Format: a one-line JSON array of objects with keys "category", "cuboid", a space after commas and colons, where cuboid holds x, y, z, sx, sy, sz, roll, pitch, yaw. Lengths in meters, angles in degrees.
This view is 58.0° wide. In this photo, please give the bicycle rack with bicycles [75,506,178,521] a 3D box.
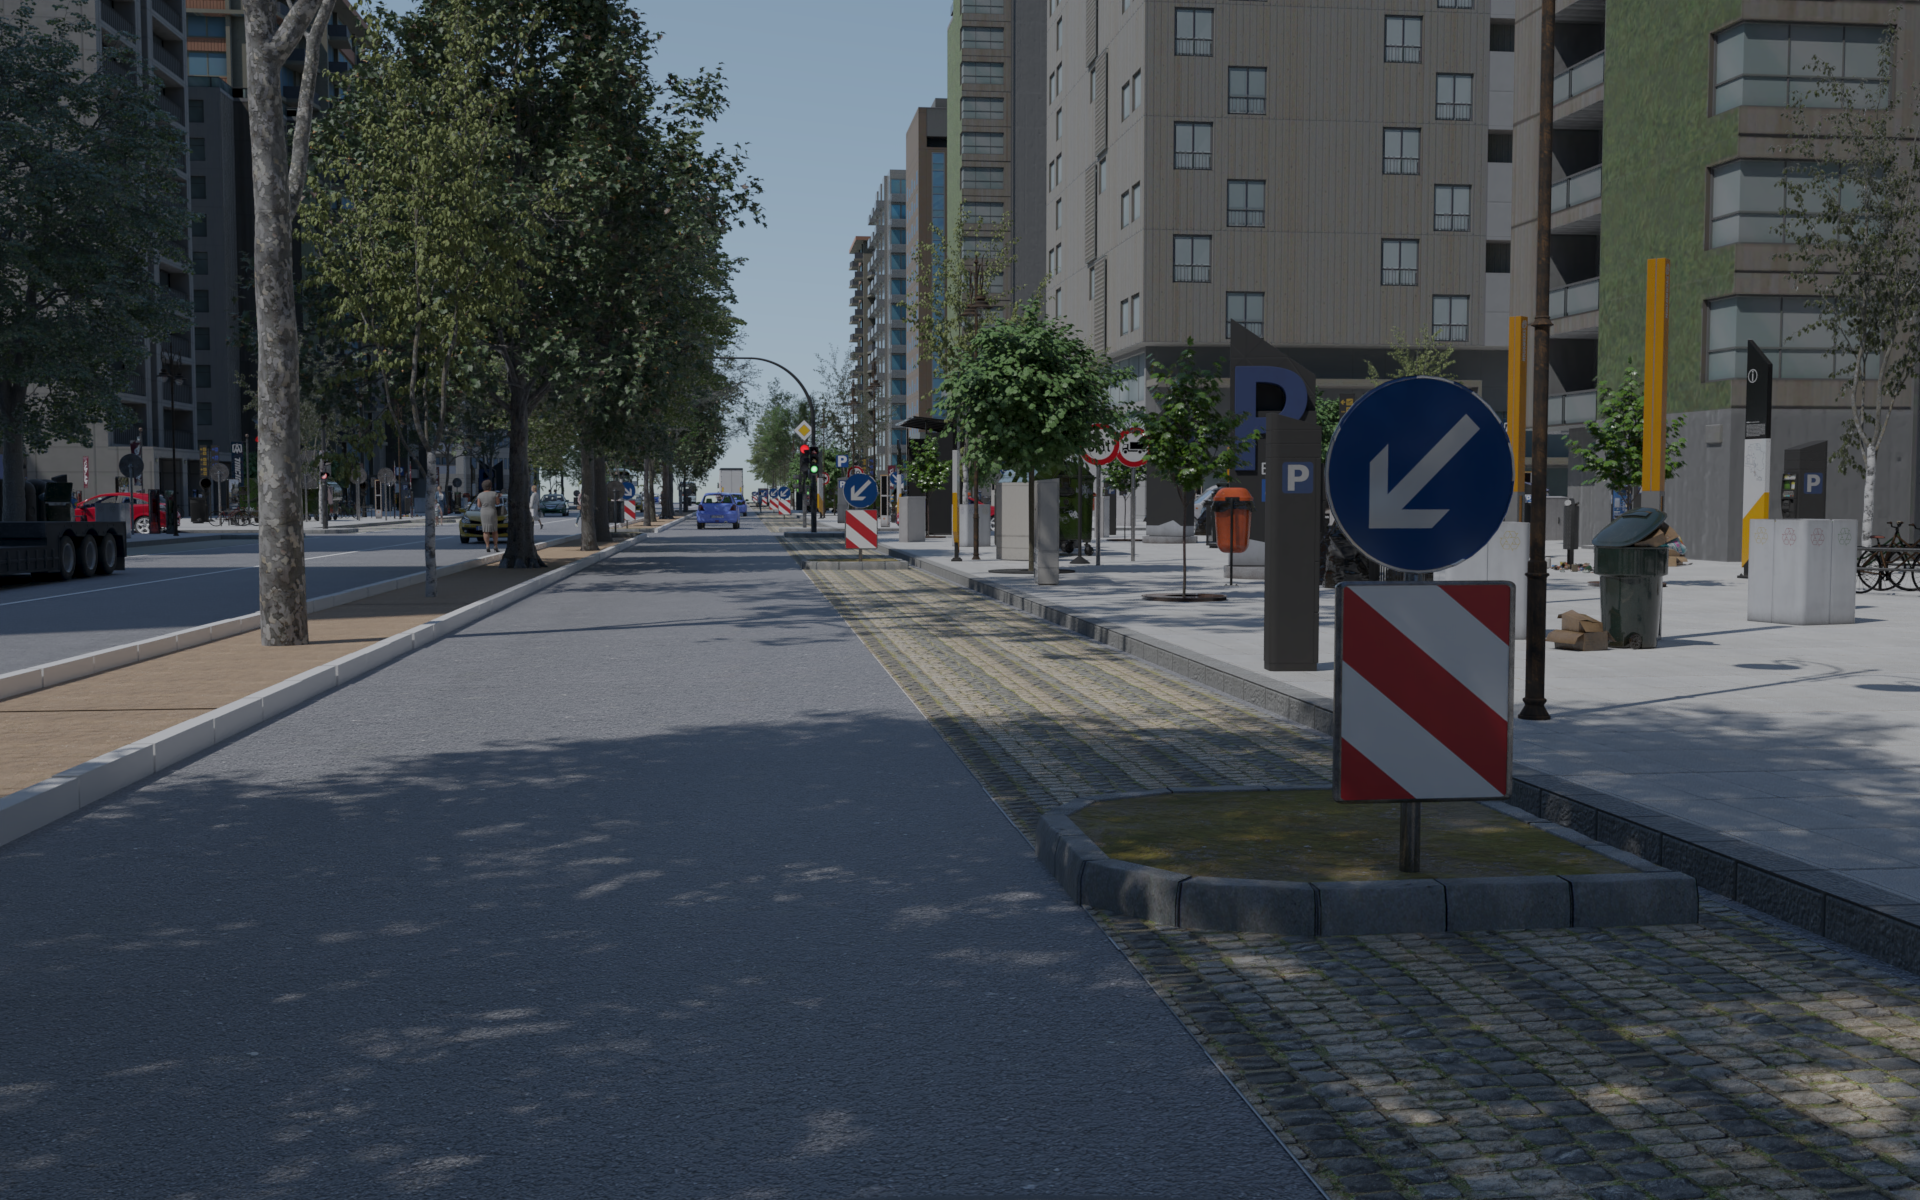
[{"category": "bicycle rack with bicycles", "cuboid": [-36.137, -3.757, 74.811, 2.852, 0.926, 2.925, 2, 4, 26]}]

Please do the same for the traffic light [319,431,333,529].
[{"category": "traffic light", "cuboid": [-21.229, -5.452, 63.814, 4.771, 5.953, 1.251, 0, 4, -7]}]

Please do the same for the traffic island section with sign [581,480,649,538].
[{"category": "traffic island section with sign", "cuboid": [-11.465, -3.009, 57.341, 2.006, 1.907, 1.989, 0, 4, -7]}]

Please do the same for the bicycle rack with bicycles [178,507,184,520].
[{"category": "bicycle rack with bicycles", "cuboid": [-39.945, -4.421, 85.664, 2.925, 0.926, 2.852, -2, 4, -35]}]

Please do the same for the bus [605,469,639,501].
[{"category": "bus", "cuboid": [-33.481, -10.993, 171.277, 2.896, 3.916, 12.252, 0, 4, -7]}]

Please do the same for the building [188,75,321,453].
[{"category": "building", "cuboid": [-54.512, -21.486, 122.992, 14.160, 30.474, 14.107, 0, 4, -7]}]

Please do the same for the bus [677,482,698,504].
[{"category": "bus", "cuboid": [-40.063, -15.877, 254.455, 2.948, 3.499, 13.247, -1, 4, -9]}]

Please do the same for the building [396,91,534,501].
[{"category": "building", "cuboid": [-72.967, -42.976, 244.649, 21.231, 58.520, 28.212, 0, 4, -7]}]

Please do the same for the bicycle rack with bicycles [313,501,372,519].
[{"category": "bicycle rack with bicycles", "cuboid": [-32.361, -4.771, 91.384, 2.925, 0.926, 2.852, 3, 5, 41]}]

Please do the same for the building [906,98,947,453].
[{"category": "building", "cuboid": [1.422, -33.474, 197.416, 14.600, 45.320, 14.200, 0, 4, -7]}]

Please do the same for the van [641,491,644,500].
[{"category": "van", "cuboid": [-41.867, -13.736, 231.592, 2.013, 2.044, 4.112, -1, 4, -8]}]

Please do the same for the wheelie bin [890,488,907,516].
[{"category": "wheelie bin", "cuboid": [-3.198, -5.096, 91.225, 0.693, 1.594, 0.980, 3, 5, 43]}]

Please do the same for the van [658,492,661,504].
[{"category": "van", "cuboid": [-42.698, -14.899, 250.617, 2.013, 2.044, 4.112, 0, 4, -8]}]

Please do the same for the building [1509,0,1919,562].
[{"category": "building", "cuboid": [20.548, -21.740, 39.038, 14.154, 41.232, 14.086, 0, 4, -7]}]

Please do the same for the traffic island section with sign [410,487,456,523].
[{"category": "traffic island section with sign", "cuboid": [-26.246, -4.755, 86.366, 1.989, 1.847, 2.006, 0, 4, -7]}]

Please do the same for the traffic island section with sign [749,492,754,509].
[{"category": "traffic island section with sign", "cuboid": [-18.695, -9.482, 163.656, 1.989, 1.847, 2.006, 0, 4, -7]}]

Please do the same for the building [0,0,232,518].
[{"category": "building", "cuboid": [-53.084, -40.255, 96.415, 20.563, 71.187, 20.611, 0, 4, -7]}]

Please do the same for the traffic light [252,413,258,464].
[{"category": "traffic light", "cuboid": [-22.282, -4.078, 55.595, 0.839, 4.253, 0.868, 0, 4, -7]}]

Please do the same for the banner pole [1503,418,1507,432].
[{"category": "banner pole", "cuboid": [15.950, -3.678, 50.146, 0.401, 3.779, 0.863, -1, 4, -21]}]

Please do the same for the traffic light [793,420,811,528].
[{"category": "traffic light", "cuboid": [-5.924, -4.698, 65.740, 0.839, 4.253, 0.868, 0, 4, -7]}]

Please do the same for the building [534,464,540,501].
[{"category": "building", "cuboid": [-72.836, -30.288, 266.910, 14.160, 30.474, 14.107, 0, 4, -7]}]

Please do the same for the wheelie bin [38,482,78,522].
[{"category": "wheelie bin", "cuboid": [-24.035, -2.343, 46.213, 0.980, 1.594, 0.693, -1, 4, -15]}]

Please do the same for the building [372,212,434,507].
[{"category": "building", "cuboid": [-60.412, -24.420, 170.966, 14.160, 30.474, 14.107, 0, 4, -7]}]

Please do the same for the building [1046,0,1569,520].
[{"category": "building", "cuboid": [20.011, -31.101, 97.746, 27.495, 52.752, 28.713, 0, 4, -7]}]

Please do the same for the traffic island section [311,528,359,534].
[{"category": "traffic island section", "cuboid": [-23.334, -2.530, 63.646, 2.009, 0.180, 2.903, 0, 4, -7]}]

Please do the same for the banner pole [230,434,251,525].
[{"category": "banner pole", "cuboid": [-29.978, -5.034, 72.326, 0.863, 3.779, 0.401, -1, 4, -22]}]

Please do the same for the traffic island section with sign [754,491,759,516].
[{"category": "traffic island section with sign", "cuboid": [-12.484, -6.509, 115.048, 1.989, 1.847, 2.006, 0, 4, -7]}]

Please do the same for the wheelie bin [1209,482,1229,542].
[{"category": "wheelie bin", "cuboid": [7.126, -2.359, 46.482, 0.693, 1.594, 0.980, -3, 4, -36]}]

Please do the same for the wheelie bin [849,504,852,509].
[{"category": "wheelie bin", "cuboid": [-8.062, -7.238, 126.249, 0.980, 1.594, 0.693, -1, 4, -17]}]

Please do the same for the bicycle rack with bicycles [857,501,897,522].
[{"category": "bicycle rack with bicycles", "cuboid": [-3.726, -4.073, 79.977, 2.852, 0.926, 2.925, 0, 4, -2]}]

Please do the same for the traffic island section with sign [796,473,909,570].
[{"category": "traffic island section with sign", "cuboid": [-2.072, -1.514, 33.389, 1.989, 1.847, 2.006, 0, 4, -7]}]

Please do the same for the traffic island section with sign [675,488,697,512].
[{"category": "traffic island section with sign", "cuboid": [-21.912, -8.018, 139.225, 2.006, 1.907, 1.989, 0, 4, -7]}]

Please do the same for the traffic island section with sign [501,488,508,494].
[{"category": "traffic island section with sign", "cuboid": [-29.659, -6.390, 113.105, 1.989, 1.847, 2.006, 0, 4, -7]}]

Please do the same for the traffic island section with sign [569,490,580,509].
[{"category": "traffic island section with sign", "cuboid": [-36.007, -9.436, 162.904, 1.989, 1.847, 2.006, 0, 4, -7]}]

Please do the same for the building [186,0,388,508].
[{"category": "building", "cuboid": [-62.256, -30.195, 148.319, 22.147, 44.769, 28.867, 0, 4, -7]}]

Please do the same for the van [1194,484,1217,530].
[{"category": "van", "cuboid": [9.543, -3.465, 63.670, 4.112, 2.044, 2.013, 0, 4, -6]}]

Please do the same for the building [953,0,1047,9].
[{"category": "building", "cuboid": [6.226, -27.575, 134.454, 14.154, 41.232, 14.086, 0, 4, -7]}]

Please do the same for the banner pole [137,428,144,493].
[{"category": "banner pole", "cuboid": [-31.080, -4.629, 65.698, 0.401, 3.779, 0.863, -3, 4, -37]}]

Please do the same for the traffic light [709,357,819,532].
[{"category": "traffic light", "cuboid": [-6.977, -5.061, 57.414, 4.771, 5.953, 1.251, 0, 4, -7]}]

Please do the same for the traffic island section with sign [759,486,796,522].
[{"category": "traffic island section with sign", "cuboid": [-9.072, -4.867, 88.204, 1.989, 1.847, 2.006, 0, 4, -7]}]

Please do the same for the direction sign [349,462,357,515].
[{"category": "direction sign", "cuboid": [-37.992, -7.120, 108.402, 0.876, 3.537, 0.379, 2, 4, 32]}]

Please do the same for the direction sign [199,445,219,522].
[{"category": "direction sign", "cuboid": [-34.729, -5.394, 80.196, 0.876, 3.537, 0.379, 0, 4, -2]}]

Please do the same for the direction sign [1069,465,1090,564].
[{"category": "direction sign", "cuboid": [2.206, -2.433, 31.783, 0.379, 3.537, 0.876, 3, 5, 40]}]

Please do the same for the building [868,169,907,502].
[{"category": "building", "cuboid": [-1.942, -38.950, 256.443, 23.786, 49.044, 30.456, 0, 4, -7]}]

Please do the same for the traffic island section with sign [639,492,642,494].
[{"category": "traffic island section with sign", "cuboid": [-49.872, -16.080, 271.527, 1.989, 1.847, 2.006, 0, 4, -7]}]

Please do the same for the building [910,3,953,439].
[{"category": "building", "cuboid": [7.530, -52.693, 174.194, 22.319, 86.520, 31.000, 0, 4, -7]}]

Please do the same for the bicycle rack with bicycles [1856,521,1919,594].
[{"category": "bicycle rack with bicycles", "cuboid": [12.266, -0.544, 22.275, 2.852, 0.926, 2.925, -3, 4, -38]}]

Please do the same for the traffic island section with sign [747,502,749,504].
[{"category": "traffic island section with sign", "cuboid": [-22.195, -11.160, 191.101, 1.989, 1.847, 2.006, 0, 4, -7]}]

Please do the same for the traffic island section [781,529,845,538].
[{"category": "traffic island section", "cuboid": [-4.872, -2.181, 57.938, 2.009, 0.180, 2.903, 0, 4, -7]}]

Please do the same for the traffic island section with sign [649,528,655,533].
[{"category": "traffic island section with sign", "cuboid": [-12.393, -3.459, 64.690, 2.006, 1.907, 1.989, 0, 4, -7]}]

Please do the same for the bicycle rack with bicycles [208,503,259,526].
[{"category": "bicycle rack with bicycles", "cuboid": [-28.523, -3.449, 69.766, 2.925, 0.926, 2.852, -1, 4, -13]}]

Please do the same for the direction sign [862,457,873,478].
[{"category": "direction sign", "cuboid": [-5.680, -7.020, 106.774, 0.876, 3.537, 0.379, 1, 4, 20]}]

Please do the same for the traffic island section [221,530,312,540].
[{"category": "traffic island section", "cuboid": [-22.323, -2.045, 55.724, 2.009, 0.180, 2.903, 0, 4, -7]}]

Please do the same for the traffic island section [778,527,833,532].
[{"category": "traffic island section", "cuboid": [-5.883, -2.665, 65.859, 2.009, 0.180, 2.903, 0, 4, -7]}]

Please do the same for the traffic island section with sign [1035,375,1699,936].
[{"category": "traffic island section with sign", "cuboid": [1.340, 0.127, 6.548, 1.989, 1.847, 2.006, 0, 4, -7]}]

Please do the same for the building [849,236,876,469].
[{"category": "building", "cuboid": [-6.974, -38.695, 287.292, 22.147, 44.769, 28.867, 0, 4, -7]}]
